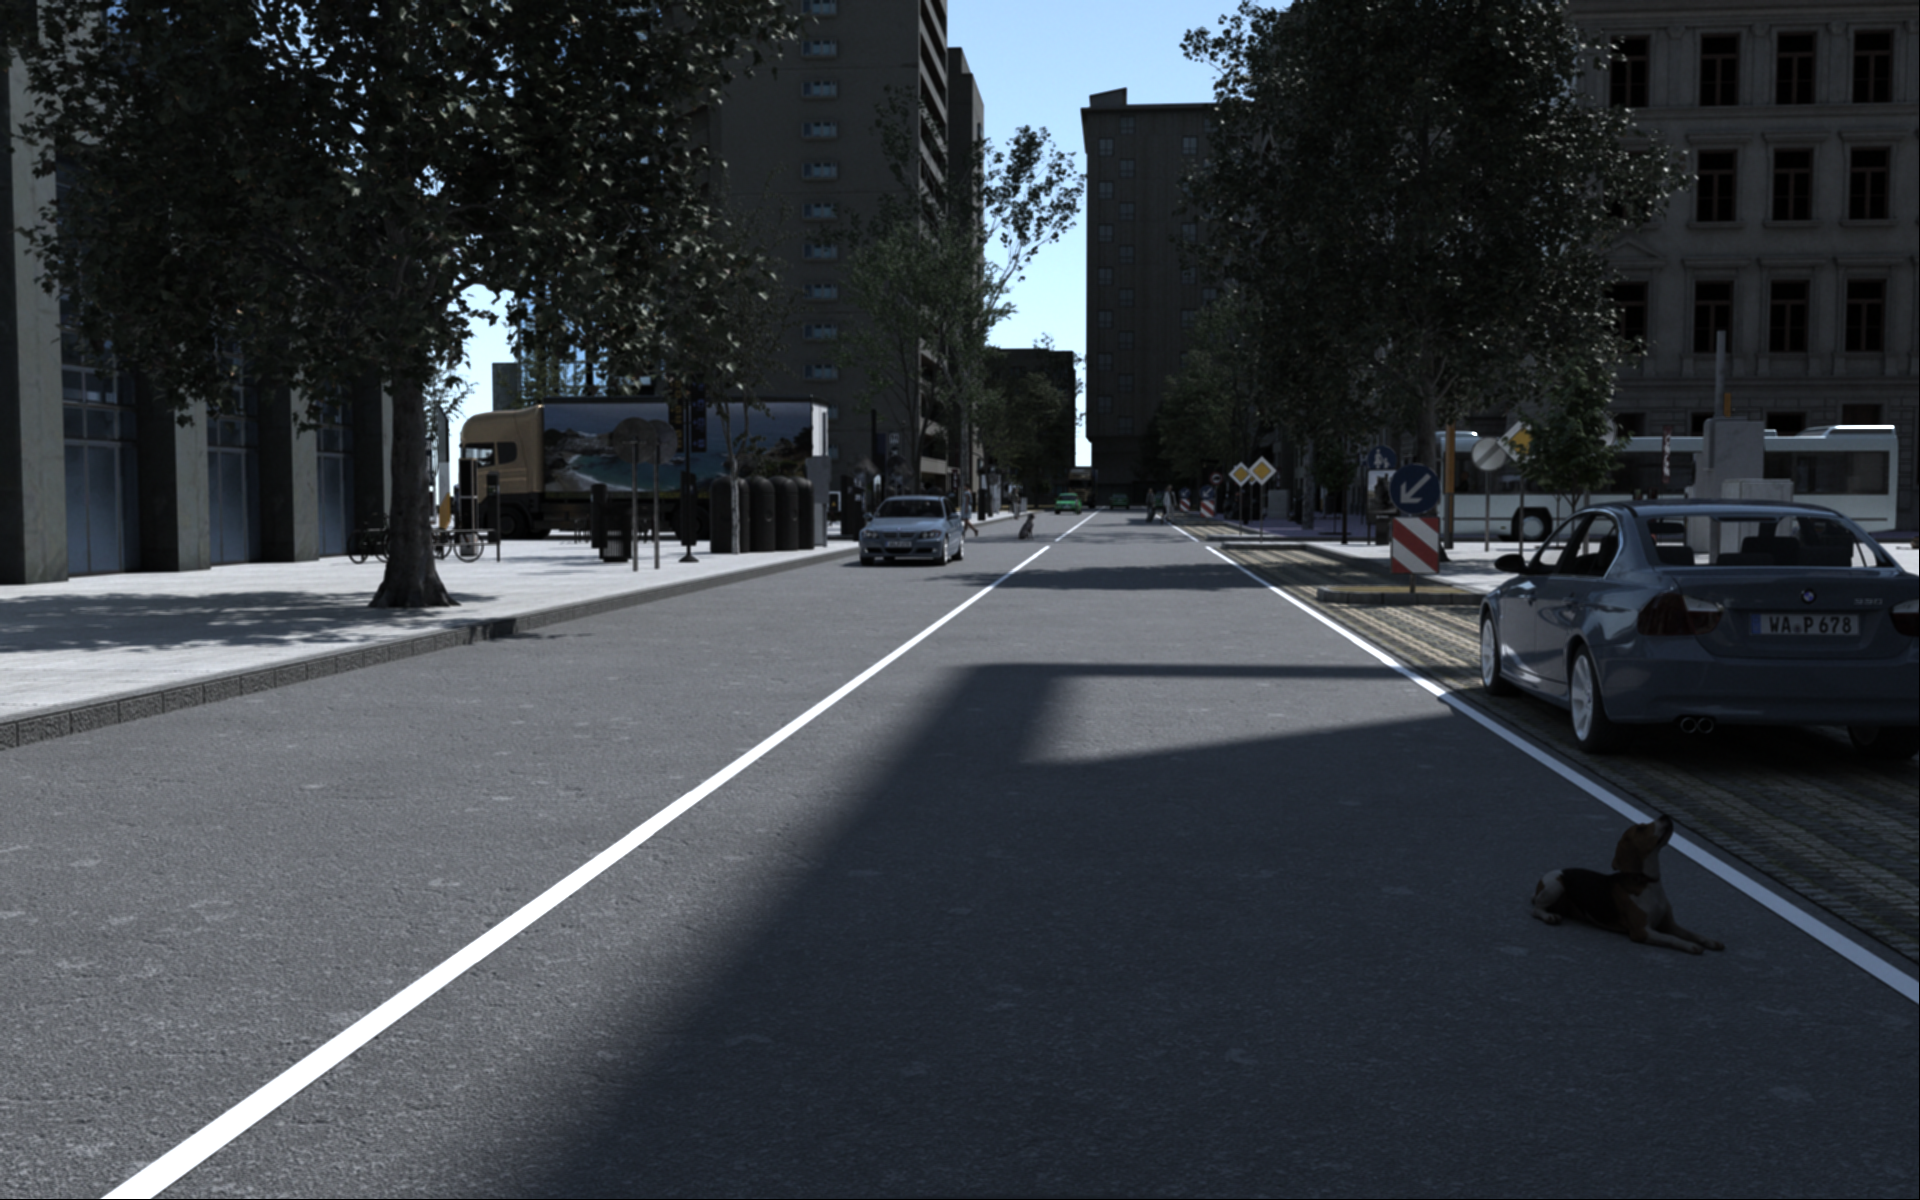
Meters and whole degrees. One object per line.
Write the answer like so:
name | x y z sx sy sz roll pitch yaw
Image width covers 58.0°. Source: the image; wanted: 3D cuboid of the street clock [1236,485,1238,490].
street clock | 16.880 -6.112 104.497 0.358 2.002 0.471 3 4 37

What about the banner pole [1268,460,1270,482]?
banner pole | 22.511 -8.320 126.050 0.401 3.779 0.863 1 4 15

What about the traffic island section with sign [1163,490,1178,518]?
traffic island section with sign | 13.517 -5.901 105.105 1.989 1.847 2.006 0 4 5

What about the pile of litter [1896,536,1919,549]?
pile of litter | 22.742 -1.615 40.377 1.719 0.858 1.176 1 4 23

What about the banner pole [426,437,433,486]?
banner pole | -20.629 -4.704 66.934 0.401 3.779 0.863 1 4 22

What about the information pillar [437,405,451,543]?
information pillar | -13.496 -3.298 45.272 0.183 3.616 0.504 -3 5 -43

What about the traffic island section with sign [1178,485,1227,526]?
traffic island section with sign | 10.957 -4.231 77.810 1.989 1.847 2.006 0 4 5

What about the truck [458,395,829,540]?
truck | -9.584 -3.777 50.670 11.283 4.237 2.839 0 4 7

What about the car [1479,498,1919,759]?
car | 4.427 0.080 10.699 2.014 1.417 4.499 0 4 6

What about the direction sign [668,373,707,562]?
direction sign | -5.129 -2.486 32.646 0.876 3.537 0.379 2 4 30

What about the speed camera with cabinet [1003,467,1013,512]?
speed camera with cabinet | 2.803 -8.000 125.129 2.038 3.252 0.660 1 4 9

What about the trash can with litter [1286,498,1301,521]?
trash can with litter | 16.000 -4.314 81.927 1.055 1.170 0.624 -2 4 -28

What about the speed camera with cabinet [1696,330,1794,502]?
speed camera with cabinet | 9.249 -1.591 20.342 0.660 3.252 2.038 1 4 12

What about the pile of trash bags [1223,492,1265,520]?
pile of trash bags | 14.221 -4.745 87.329 1.912 1.369 3.447 0 4 2

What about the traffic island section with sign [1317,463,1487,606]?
traffic island section with sign | 5.833 -0.887 23.131 1.989 1.847 2.006 0 4 5

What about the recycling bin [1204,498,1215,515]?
recycling bin | 15.689 -5.874 108.599 0.722 1.027 0.722 0 4 2

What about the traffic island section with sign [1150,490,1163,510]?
traffic island section with sign | 18.173 -8.930 154.629 1.989 1.847 2.006 0 4 5

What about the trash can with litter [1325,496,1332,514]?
trash can with litter | 23.248 -5.978 109.129 0.624 1.170 1.055 1 4 17

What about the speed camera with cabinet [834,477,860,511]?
speed camera with cabinet | -7.236 -6.939 107.787 2.038 3.252 0.660 1 4 18

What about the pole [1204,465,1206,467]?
pole | 17.405 -7.904 123.078 0.158 3.312 0.155 0 3 0

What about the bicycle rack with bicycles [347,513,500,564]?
bicycle rack with bicycles | -10.178 -1.174 32.583 2.852 0.926 2.925 3 5 39

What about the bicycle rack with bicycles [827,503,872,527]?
bicycle rack with bicycles | -3.827 -3.352 68.193 2.925 0.926 2.852 1 4 19

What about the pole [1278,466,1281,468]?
pole | 23.275 -8.109 126.420 0.158 3.312 0.155 0 3 0

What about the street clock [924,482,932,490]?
street clock | -1.948 -6.115 104.553 0.471 2.002 0.358 -1 4 -9

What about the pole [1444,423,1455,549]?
pole | 11.374 -2.837 40.225 0.158 3.312 0.155 0 3 0

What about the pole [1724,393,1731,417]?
pole | 15.465 -2.522 35.085 0.158 3.312 0.155 0 3 0

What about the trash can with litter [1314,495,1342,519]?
trash can with litter | 18.647 -4.758 88.855 2.233 1.210 1.678 1 4 19

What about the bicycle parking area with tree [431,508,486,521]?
bicycle parking area with tree | -23.261 -6.529 93.747 8.231 4.147 9.016 0 4 -3

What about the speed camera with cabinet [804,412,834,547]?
speed camera with cabinet | -3.571 -2.953 42.614 0.660 3.252 2.038 -1 4 -9

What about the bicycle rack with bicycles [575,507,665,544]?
bicycle rack with bicycles | -9.105 -1.993 45.962 2.852 0.926 2.925 0 4 -8

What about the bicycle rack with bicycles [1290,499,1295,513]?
bicycle rack with bicycles | 22.943 -6.469 119.142 2.925 0.926 2.852 3 5 45

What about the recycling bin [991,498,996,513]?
recycling bin | 1.976 -6.357 116.491 0.722 1.027 0.722 -1 4 -21

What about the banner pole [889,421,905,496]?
banner pole | -2.127 -4.249 59.484 0.863 3.779 0.401 -3 5 -40

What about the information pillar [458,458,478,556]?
information pillar | -10.155 -1.913 35.775 0.304 2.012 0.304 0 4 0

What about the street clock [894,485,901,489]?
street clock | -3.683 -5.961 102.032 0.358 2.002 0.471 2 4 32

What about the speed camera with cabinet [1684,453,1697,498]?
speed camera with cabinet | 15.942 -2.617 37.124 0.660 3.252 2.038 1 4 17

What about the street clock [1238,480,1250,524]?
street clock | 12.067 -4.190 73.070 0.358 2.002 0.471 1 4 17

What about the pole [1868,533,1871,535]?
pole | 27.933 -3.634 53.257 0.158 3.312 0.155 0 3 0

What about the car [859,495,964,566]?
car | -0.950 -1.484 36.269 2.014 1.417 4.499 0 4 7

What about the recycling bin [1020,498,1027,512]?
recycling bin | 4.232 -6.653 121.337 0.722 1.027 0.722 -1 4 -22

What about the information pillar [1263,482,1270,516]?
information pillar | 18.264 -6.041 103.259 0.304 2.012 0.304 -1 4 -10

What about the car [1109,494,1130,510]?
car | 14.866 -9.321 161.198 1.959 1.807 4.718 0 4 5

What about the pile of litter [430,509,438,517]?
pile of litter | -30.671 -5.204 99.043 1.719 0.858 1.176 0 4 -1

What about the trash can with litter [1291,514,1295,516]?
trash can with litter | 19.271 -5.348 98.499 1.678 1.210 2.233 -1 4 -18

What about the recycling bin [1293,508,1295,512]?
recycling bin | 24.465 -6.880 125.042 0.722 1.027 0.722 1 4 15

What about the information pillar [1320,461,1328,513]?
information pillar | 24.327 -7.606 115.708 0.504 3.616 0.183 2 4 35

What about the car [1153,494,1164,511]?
car | 17.070 -8.387 145.925 1.959 1.807 4.718 0 4 6

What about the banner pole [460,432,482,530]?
banner pole | -17.292 -4.366 61.394 0.863 3.779 0.401 -1 4 -12

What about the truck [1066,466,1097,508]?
truck | 12.575 -11.529 177.410 2.839 4.237 11.283 0 4 7

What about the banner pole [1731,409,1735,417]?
banner pole | 22.537 -3.738 51.133 0.863 3.779 0.401 0 4 1

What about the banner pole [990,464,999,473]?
banner pole | 2.612 -8.446 128.114 0.863 3.779 0.401 1 4 21

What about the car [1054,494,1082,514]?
car | 7.735 -7.030 123.744 1.959 1.807 4.718 0 4 6
